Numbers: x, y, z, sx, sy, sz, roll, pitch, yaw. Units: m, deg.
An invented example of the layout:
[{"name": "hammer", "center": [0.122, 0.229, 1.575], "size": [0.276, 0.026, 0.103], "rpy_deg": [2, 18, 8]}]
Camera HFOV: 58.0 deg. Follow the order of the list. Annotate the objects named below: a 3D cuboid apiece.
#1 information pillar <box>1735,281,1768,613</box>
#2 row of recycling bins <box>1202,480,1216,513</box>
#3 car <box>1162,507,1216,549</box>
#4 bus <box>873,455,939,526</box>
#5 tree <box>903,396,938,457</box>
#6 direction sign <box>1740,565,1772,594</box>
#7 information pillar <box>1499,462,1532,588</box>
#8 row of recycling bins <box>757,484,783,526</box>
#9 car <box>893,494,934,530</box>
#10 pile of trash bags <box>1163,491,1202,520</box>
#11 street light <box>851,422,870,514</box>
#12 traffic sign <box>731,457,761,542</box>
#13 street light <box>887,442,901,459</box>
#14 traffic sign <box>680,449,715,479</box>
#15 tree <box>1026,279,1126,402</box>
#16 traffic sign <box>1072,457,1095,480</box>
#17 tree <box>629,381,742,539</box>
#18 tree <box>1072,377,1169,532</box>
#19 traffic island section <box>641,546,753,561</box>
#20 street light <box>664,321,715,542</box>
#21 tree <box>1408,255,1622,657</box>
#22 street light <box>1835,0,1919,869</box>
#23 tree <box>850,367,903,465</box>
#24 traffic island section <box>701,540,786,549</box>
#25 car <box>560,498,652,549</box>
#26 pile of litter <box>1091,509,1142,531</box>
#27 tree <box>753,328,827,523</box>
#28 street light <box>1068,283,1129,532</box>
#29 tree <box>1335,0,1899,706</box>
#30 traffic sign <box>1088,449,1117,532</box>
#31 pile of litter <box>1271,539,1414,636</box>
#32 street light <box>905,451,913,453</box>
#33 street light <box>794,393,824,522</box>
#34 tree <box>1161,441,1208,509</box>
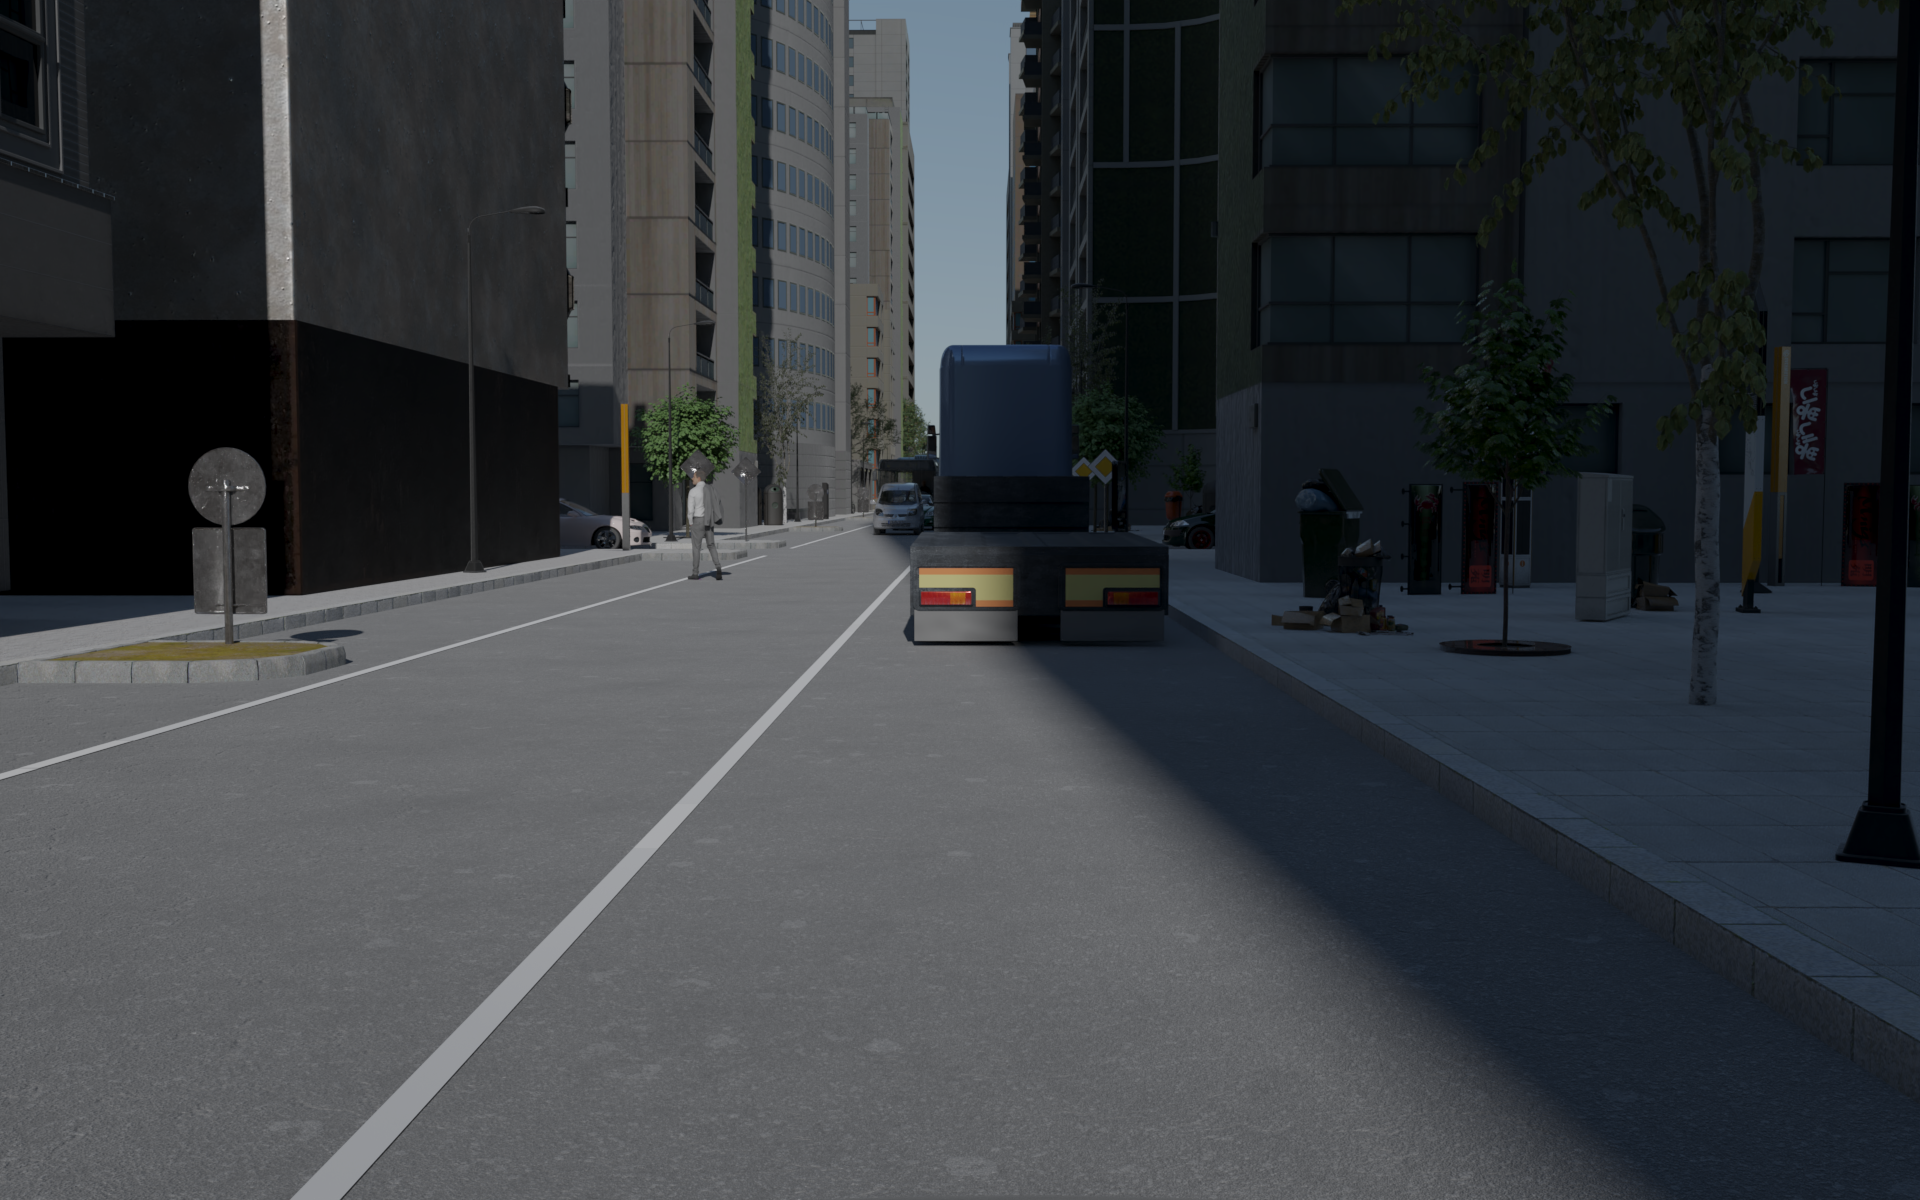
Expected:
[{"name": "information pillar", "center": [8.527, -1.666, 18.590], "size": [0.183, 3.616, 0.504], "rpy_deg": [1, 4, 12]}, {"name": "row of recycling bins", "center": [8.525, -2.741, 51.933], "size": [1.069, 1.692, 3.534], "rpy_deg": [3, 5, 43]}, {"name": "car", "center": [7.129, -2.029, 42.953], "size": [4.222, 1.686, 2.009], "rpy_deg": [0, 4, 2]}, {"name": "bus", "center": [-2.225, -5.306, 81.618], "size": [2.948, 3.499, 13.247], "rpy_deg": [0, 4, 1]}, {"name": "tree", "center": [-6.747, -17.204, 198.291], "size": [9.611, 12.733, 9.660], "rpy_deg": [0, 3, 0]}, {"name": "direction sign", "center": [10.347, -1.860, 22.405], "size": [0.379, 3.537, 0.876], "rpy_deg": [2, 4, 26]}, {"name": "information pillar", "center": [7.596, -1.172, 23.654], "size": [0.304, 2.012, 0.304], "rpy_deg": [-1, 4, -23]}, {"name": "row of recycling bins", "center": [-8.998, -3.909, 71.029], "size": [3.534, 1.692, 1.069], "rpy_deg": [0, 4, 5]}, {"name": "car", "center": [-1.785, -3.548, 69.816], "size": [2.131, 1.459, 4.920], "rpy_deg": [0, 4, -1]}, {"name": "pile of trash bags", "center": [7.877, -2.796, 55.464], "size": [3.447, 1.369, 1.912], "rpy_deg": [-3, 4, -37]}, {"name": "street light", "center": [-6.478, -8.517, 111.793], "size": [1.470, 5.913, 1.316], "rpy_deg": [0, 4, 1]}, {"name": "traffic sign", "center": [-5.769, -2.633, 46.699], "size": [0.795, 2.450, 0.064], "rpy_deg": [0, 4, 1]}, {"name": "street light", "center": [-5.984, -11.198, 155.635], "size": [1.470, 5.913, 1.316], "rpy_deg": [0, 4, 1]}, {"name": "traffic sign", "center": [-5.858, -2.145, 38.714], "size": [0.795, 2.450, 0.064], "rpy_deg": [0, 4, 1]}, {"name": "tree", "center": [3.888, -6.674, 59.480], "size": [4.360, 8.622, 3.978], "rpy_deg": [0, 3, 0]}, {"name": "traffic sign", "center": [3.324, -2.626, 46.577], "size": [0.795, 2.450, 0.064], "rpy_deg": [0, 4, 1]}, {"name": "tree", "center": [-8.041, -4.086, 50.512], "size": [4.285, 4.588, 4.351], "rpy_deg": [0, 3, 0]}, {"name": "tree", "center": [4.160, -4.216, 52.639], "size": [4.285, 4.588, 4.351], "rpy_deg": [0, 3, 0]}, {"name": "traffic island section", "center": [-5.882, -1.009, 38.776], "size": [2.009, 0.180, 2.903], "rpy_deg": [0, 4, 1]}, {"name": "street light", "center": [-7.258, -4.529, 46.585], "size": [1.470, 5.913, 1.316], "rpy_deg": [0, 4, 1]}, {"name": "tree", "center": [4.588, -1.193, 14.103], "size": [1.663, 3.219, 1.824], "rpy_deg": [0, 3, 0]}, {"name": "street light", "center": [2.707, -2.042, 5.931], "size": [1.470, 5.913, 1.316], "rpy_deg": [0, 4, 1]}, {"name": "tree", "center": [-8.067, -11.212, 117.721], "size": [8.767, 10.594, 7.601], "rpy_deg": [0, 4, -6]}, {"name": "traffic island section", "center": [-5.793, -1.497, 46.761], "size": [2.009, 0.180, 2.903], "rpy_deg": [0, 4, 1]}, {"name": "car", "center": [-10.197, -1.911, 43.608], "size": [4.827, 1.381, 2.083], "rpy_deg": [0, 4, -1]}, {"name": "pile of litter", "center": [5.446, -2.823, 60.122], "size": [1.719, 0.858, 1.176], "rpy_deg": [1, 4, 15]}, {"name": "tree", "center": [-7.921, -7.672, 75.802], "size": [4.360, 8.622, 3.978], "rpy_deg": [0, 3, 0]}, {"name": "street light", "center": [3.141, -4.022, 38.299], "size": [1.470, 5.913, 1.316], "rpy_deg": [0, 4, 1]}, {"name": "tree", "center": [4.301, -3.667, 10.313], "size": [4.737, 8.622, 4.395], "rpy_deg": [0, 3, 0]}, {"name": "traffic sign", "center": [3.235, -2.138, 38.592], "size": [0.795, 2.450, 0.064], "rpy_deg": [0, 4, 1]}, {"name": "pile of litter", "center": [3.614, -0.151, 16.429], "size": [1.176, 0.858, 1.719], "rpy_deg": [0, 4, -6]}, {"name": "street light", "center": [-5.708, -13.178, 188.005], "size": [1.470, 5.913, 1.316], "rpy_deg": [0, 4, 1]}, {"name": "street light", "center": [-6.917, -6.533, 79.362], "size": [1.470, 5.913, 1.316], "rpy_deg": [0, 4, 1]}, {"name": "tree", "center": [8.156, -4.041, 60.672], "size": [1.663, 3.219, 1.824], "rpy_deg": [0, 3, 0]}]
